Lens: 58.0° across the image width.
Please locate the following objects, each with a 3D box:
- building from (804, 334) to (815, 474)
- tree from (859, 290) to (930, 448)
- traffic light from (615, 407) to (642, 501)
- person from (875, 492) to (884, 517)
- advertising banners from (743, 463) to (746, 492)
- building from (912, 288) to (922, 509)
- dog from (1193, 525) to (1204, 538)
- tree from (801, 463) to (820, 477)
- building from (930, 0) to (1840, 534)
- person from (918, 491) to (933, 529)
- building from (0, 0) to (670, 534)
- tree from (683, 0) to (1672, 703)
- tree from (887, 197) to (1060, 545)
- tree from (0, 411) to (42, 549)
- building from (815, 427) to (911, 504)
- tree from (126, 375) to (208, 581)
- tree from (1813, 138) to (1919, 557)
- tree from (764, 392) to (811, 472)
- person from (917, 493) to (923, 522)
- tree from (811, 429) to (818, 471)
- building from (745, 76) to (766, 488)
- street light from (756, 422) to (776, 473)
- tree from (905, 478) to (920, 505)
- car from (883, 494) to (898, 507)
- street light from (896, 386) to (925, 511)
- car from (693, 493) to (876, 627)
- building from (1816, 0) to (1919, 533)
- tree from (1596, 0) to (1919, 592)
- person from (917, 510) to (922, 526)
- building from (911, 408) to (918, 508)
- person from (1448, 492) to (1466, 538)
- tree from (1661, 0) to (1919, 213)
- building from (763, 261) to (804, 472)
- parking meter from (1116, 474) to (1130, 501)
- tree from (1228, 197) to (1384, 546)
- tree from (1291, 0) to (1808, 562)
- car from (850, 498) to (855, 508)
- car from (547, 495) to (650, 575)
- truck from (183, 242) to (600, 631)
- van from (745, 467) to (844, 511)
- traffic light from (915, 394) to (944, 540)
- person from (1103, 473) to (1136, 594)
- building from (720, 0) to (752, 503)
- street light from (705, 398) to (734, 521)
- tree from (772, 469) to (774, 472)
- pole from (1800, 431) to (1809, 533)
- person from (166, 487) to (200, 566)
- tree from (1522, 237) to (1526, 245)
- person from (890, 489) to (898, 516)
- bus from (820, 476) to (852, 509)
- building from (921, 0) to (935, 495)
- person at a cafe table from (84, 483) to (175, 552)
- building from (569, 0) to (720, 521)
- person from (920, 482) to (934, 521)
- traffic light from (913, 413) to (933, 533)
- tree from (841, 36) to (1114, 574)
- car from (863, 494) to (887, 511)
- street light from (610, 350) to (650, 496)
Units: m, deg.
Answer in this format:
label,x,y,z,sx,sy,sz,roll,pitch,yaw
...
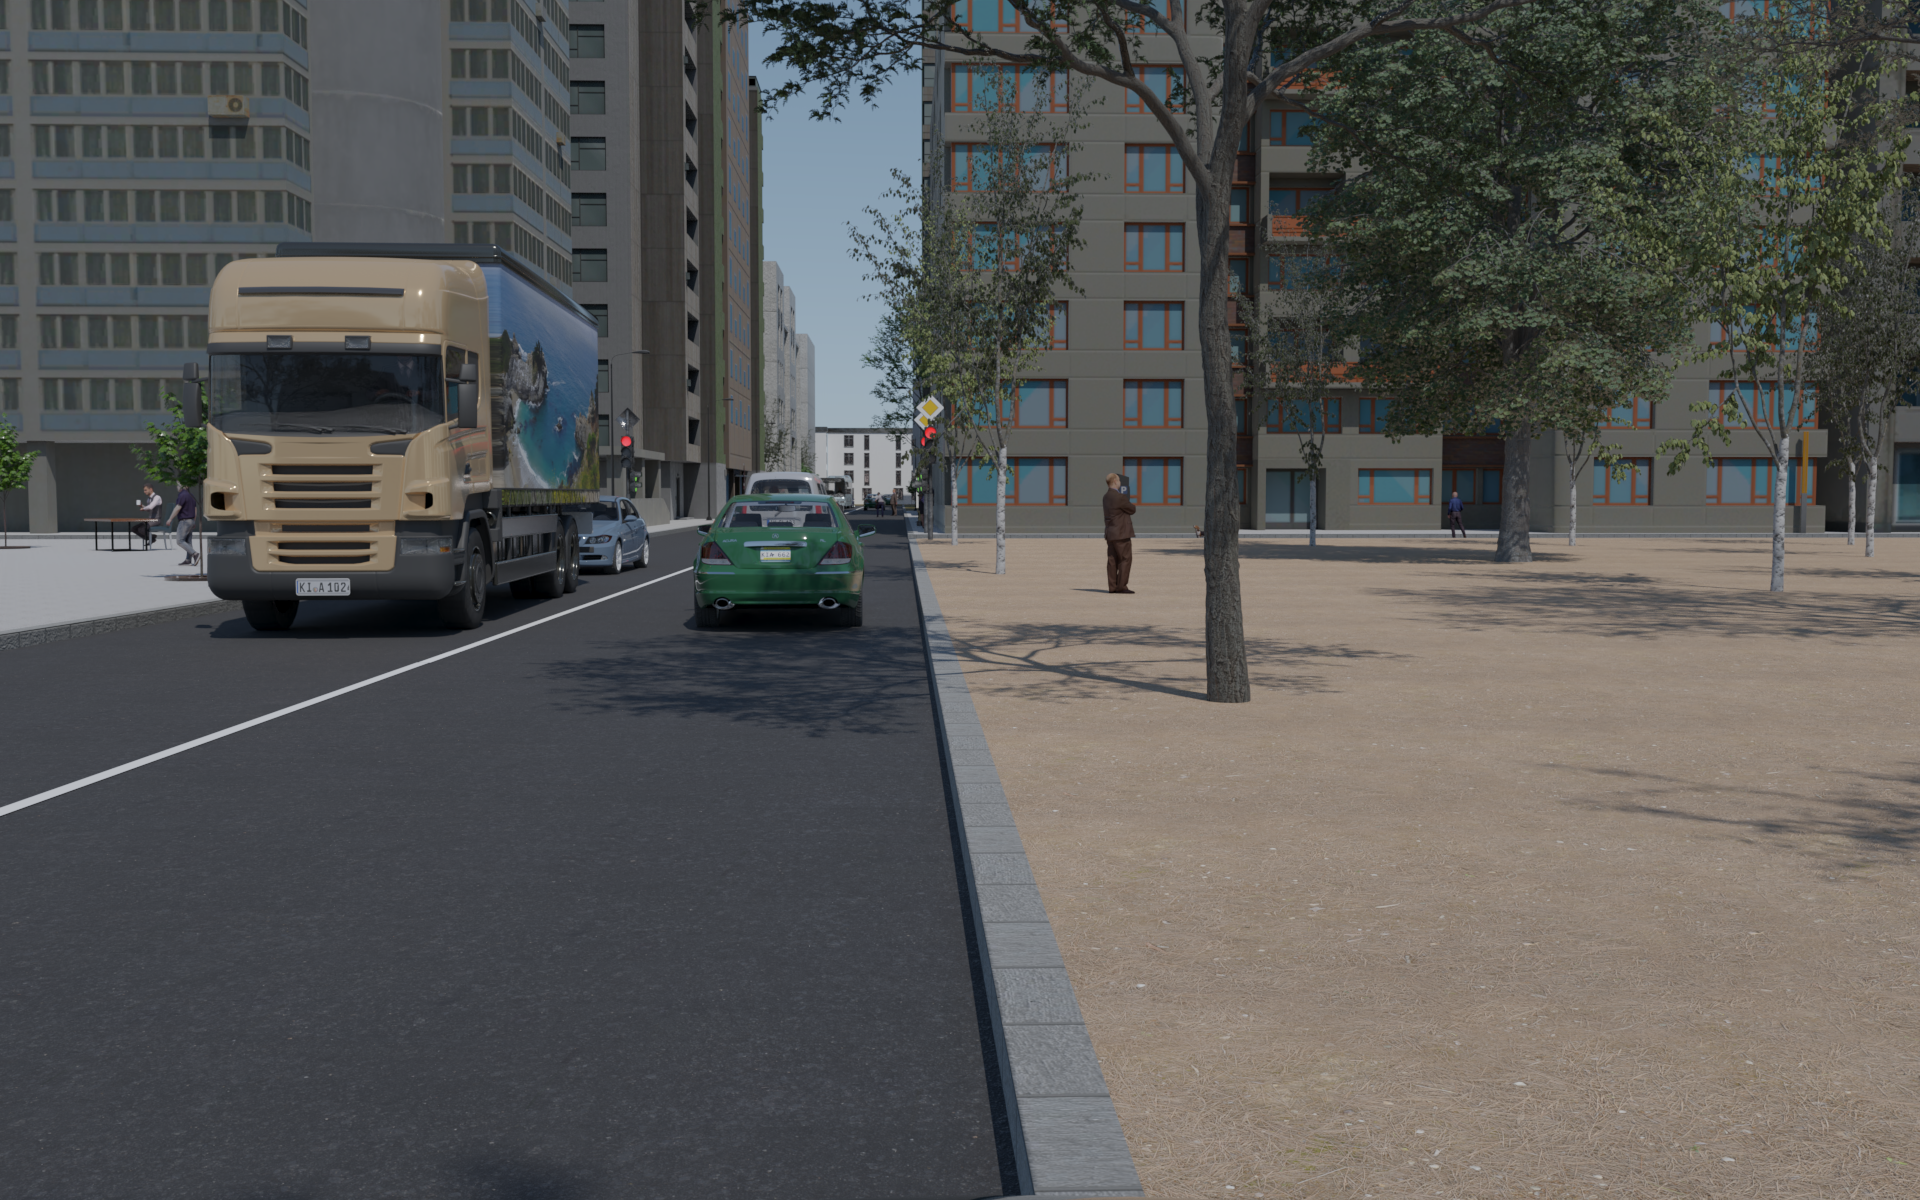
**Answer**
label,x,y,z,sx,sy,sz,roll,pitch,yaw
building,-32.807,-20.326,198.794,31.486,18.905,16.747,0,4,-2
tree,-1.262,-9.945,88.350,9.928,11.665,9.643,0,3,0
traffic light,-10.739,-4.110,56.121,0.839,4.253,0.868,0,4,-2
person,-4.988,-5.887,106.963,0.614,1.554,0.590,-2,4,-28
advertising banners,-12.183,-6.247,98.332,0.090,3.025,2.074,0,4,-1
building,4.129,-17.478,142.178,16.016,20.091,11.380,0,4,-2
dog,7.204,-1.956,51.269,0.406,0.507,0.540,3,5,39
tree,-16.243,-11.889,178.099,4.285,4.588,4.351,0,3,0
building,13.485,-13.730,69.524,28.899,21.520,27.650,0,4,-2
person,-1.237,-3.361,64.230,0.421,1.427,0.697,-3,4,-37
building,-28.387,-22.888,66.097,32.217,40.220,23.993,0,4,-2
tree,1.326,-4.647,10.391,7.601,10.594,8.767,-1,4,-11
tree,0.022,-5.659,42.893,4.737,8.622,4.395,0,3,0
tree,-22.284,-2.809,40.530,1.663,3.219,1.824,0,3,0
building,-16.790,-16.993,219.981,28.070,9.664,9.099,0,4,-2
tree,-11.308,-1.918,25.954,1.663,3.219,1.824,0,3,0
tree,18.817,-5.191,35.235,4.360,8.622,3.978,0,3,0
tree,-13.938,-10.721,125.656,4.360,8.622,3.978,0,3,0
person,-1.822,-4.191,78.479,0.340,1.345,0.435,0,4,7
tree,-16.879,-14.275,183.759,4.360,8.622,3.978,0,3,0
building,-20.477,-20.944,114.140,14.160,30.474,14.107,0,4,-2
street light,-12.605,-8.532,112.032,1.470,5.913,1.316,0,4,-2
tree,-5.916,-13.145,209.513,1.663,3.219,1.824,0,3,0
car,-8.122,-11.363,197.575,2.131,1.459,4.920,0,4,-2
street light,-2.048,-6.257,74.843,1.470,5.913,1.316,0,4,-2
car,-2.036,-0.509,20.121,2.131,1.459,4.920,0,4,-3
building,39.915,-27.081,66.481,21.600,48.544,21.300,0,4,-2
tree,10.700,-4.430,22.798,4.737,8.622,4.395,0,3,0
person,-1.555,-3.379,69.216,0.347,0.859,0.695,-1,4,-10
building,0.301,-13.460,162.221,9.099,9.664,28.070,0,4,-2
person,15.414,-2.601,53.726,0.574,1.496,0.600,1,4,13
tree,11.277,-6.298,13.345,12.009,13.543,11.850,0,3,0
building,-22.826,-17.167,147.130,16.747,18.905,31.486,0,4,-2
parking meter,4.657,-2.693,49.737,0.399,1.863,0.255,-1,4,-19
tree,8.431,-5.622,42.284,4.360,8.622,3.978,0,3,0
tree,10.485,-7.701,32.571,9.857,13.997,8.962,0,3,0
car,-11.763,-10.100,177.717,1.945,1.354,3.894,0,4,0
car,-6.946,-1.245,32.366,2.014,1.417,4.499,0,4,0
truck,-6.513,-2.002,21.642,2.839,4.237,11.283,0,4,-4
van,-3.336,-1.663,34.194,2.013,2.044,4.112,0,4,0
traffic light,-0.849,-3.643,48.488,0.839,4.253,0.868,0,4,-2
person,2.046,-0.860,22.366,0.388,1.546,0.482,-2,4,-25
building,-19.652,-27.487,99.531,14.600,45.320,14.200,0,4,-2
street light,-11.634,-6.810,83.890,1.470,5.913,1.316,0,4,-2
tree,-14.091,-8.295,130.221,1.663,3.219,1.824,0,3,0
pole,27.554,-3.833,56.510,0.158,3.312,0.155,0,3,0
person,-13.753,-1.377,30.760,0.471,1.553,0.569,3,4,38
tree,15.093,-5.636,42.507,4.737,8.622,4.395,0,3,0
person,-4.381,-6.416,113.961,0.434,1.755,0.990,-2,4,-24
bus,-12.037,-10.545,167.275,2.948,3.499,13.247,0,4,0
building,4.256,-26.941,124.076,14.154,41.232,14.086,0,4,-2
person at a cafe table,-18.692,-1.879,39.244,1.622,1.524,1.698,-3,5,-45
building,-19.452,-19.214,85.855,14.160,30.474,14.107,0,4,-2
person,-1.296,-3.739,67.631,0.568,1.767,0.683,0,4,8
traffic light,-1.124,-4.131,56.468,0.839,4.253,0.868,0,4,-2
tree,0.517,-4.729,27.679,4.360,8.622,3.978,0,3,0
car,-7.469,-8.529,151.250,2.131,1.459,4.920,0,4,-1
street light,-10.703,-5.106,56.021,1.470,5.913,1.316,0,4,-2
